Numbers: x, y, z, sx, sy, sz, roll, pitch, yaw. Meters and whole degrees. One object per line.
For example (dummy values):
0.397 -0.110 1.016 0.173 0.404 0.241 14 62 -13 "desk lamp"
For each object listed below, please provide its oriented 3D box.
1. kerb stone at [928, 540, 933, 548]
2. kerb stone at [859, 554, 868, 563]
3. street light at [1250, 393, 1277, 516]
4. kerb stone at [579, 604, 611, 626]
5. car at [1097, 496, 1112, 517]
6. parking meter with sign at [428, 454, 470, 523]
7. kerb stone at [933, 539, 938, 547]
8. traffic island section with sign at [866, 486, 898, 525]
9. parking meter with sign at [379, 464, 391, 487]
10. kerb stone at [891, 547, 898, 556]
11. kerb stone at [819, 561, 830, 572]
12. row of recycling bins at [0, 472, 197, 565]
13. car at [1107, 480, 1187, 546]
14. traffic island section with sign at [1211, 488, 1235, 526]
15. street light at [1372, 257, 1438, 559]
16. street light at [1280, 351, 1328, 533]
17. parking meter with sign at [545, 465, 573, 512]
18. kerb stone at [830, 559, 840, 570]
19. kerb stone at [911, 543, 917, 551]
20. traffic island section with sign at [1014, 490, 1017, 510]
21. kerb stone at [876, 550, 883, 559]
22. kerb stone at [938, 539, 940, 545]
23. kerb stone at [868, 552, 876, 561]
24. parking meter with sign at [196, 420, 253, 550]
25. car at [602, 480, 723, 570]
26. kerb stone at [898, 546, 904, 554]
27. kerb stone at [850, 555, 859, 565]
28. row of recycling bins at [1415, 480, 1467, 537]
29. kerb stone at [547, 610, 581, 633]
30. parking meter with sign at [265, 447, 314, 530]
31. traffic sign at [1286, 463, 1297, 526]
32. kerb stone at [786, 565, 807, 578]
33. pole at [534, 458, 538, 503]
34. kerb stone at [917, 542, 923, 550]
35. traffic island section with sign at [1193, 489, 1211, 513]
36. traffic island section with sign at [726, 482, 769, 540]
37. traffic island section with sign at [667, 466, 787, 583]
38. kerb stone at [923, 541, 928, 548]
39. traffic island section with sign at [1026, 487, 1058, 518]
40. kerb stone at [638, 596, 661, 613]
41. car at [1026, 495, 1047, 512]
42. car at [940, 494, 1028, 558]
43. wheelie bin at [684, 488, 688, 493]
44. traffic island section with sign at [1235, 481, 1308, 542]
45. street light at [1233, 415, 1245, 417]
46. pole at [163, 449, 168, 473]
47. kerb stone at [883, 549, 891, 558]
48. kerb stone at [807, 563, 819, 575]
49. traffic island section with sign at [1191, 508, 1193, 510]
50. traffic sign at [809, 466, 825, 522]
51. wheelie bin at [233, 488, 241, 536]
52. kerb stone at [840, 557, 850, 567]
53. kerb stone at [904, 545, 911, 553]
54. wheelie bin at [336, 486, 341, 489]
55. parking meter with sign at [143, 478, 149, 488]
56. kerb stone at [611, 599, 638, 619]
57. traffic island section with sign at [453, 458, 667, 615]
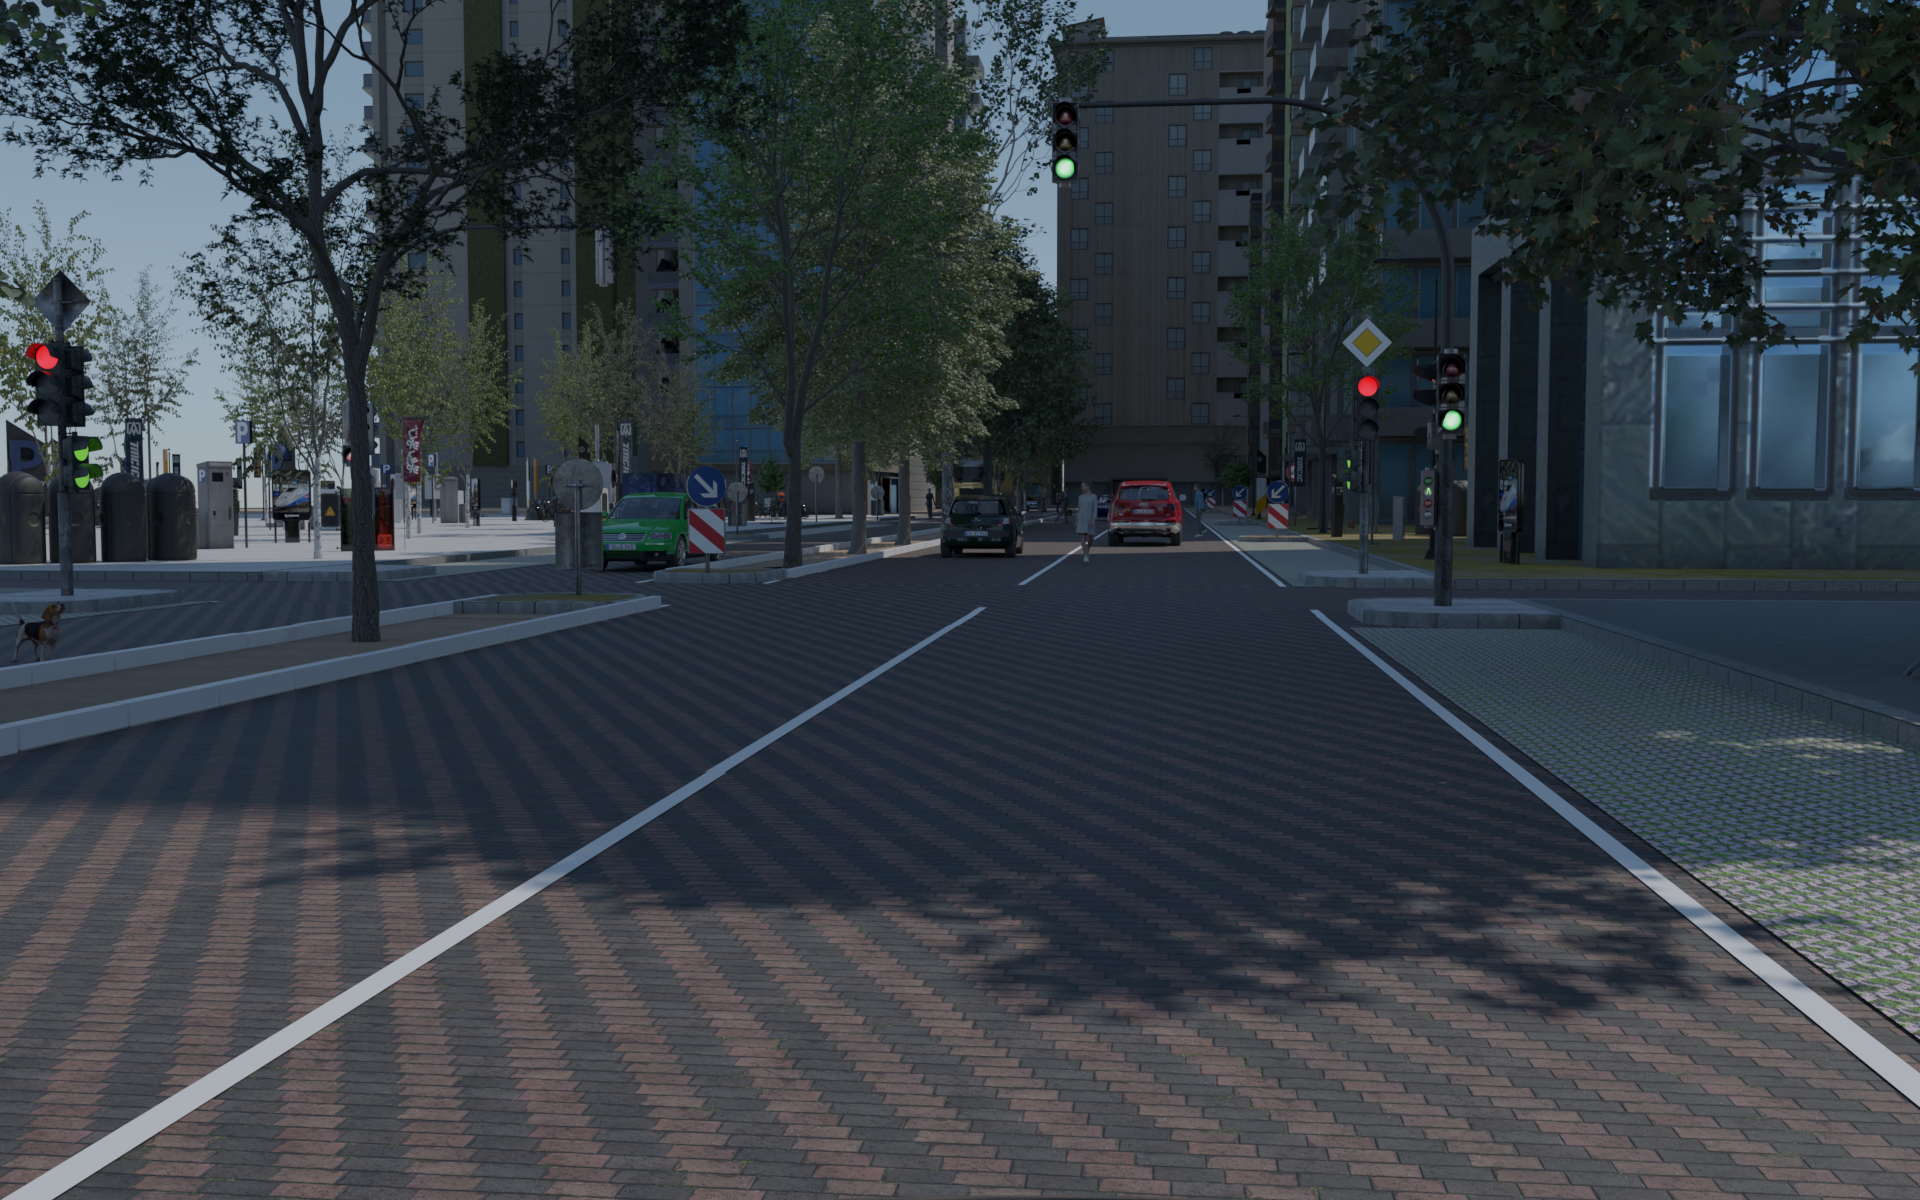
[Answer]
-0.909 -1.474 46.294 0.120 0.150 1.000 0 4 7 "kerb stone"
-2.123 -0.851 36.116 0.120 0.150 1.000 0 4 7 "kerb stone"
14.151 -6.524 79.208 1.470 5.913 1.316 0 4 7 "street light"
-4.131 0.179 19.275 0.120 0.150 1.000 0 4 7 "kerb stone"
7.592 -4.892 92.558 1.945 1.354 3.894 0 4 8 "car"
-22.434 -4.883 76.094 0.543 3.016 1.738 3 5 43 "parking meter with sign"
-0.784 -1.532 47.313 0.120 0.150 1.000 0 4 7 "kerb stone"
-3.895 -4.445 81.308 1.989 1.847 2.006 0 4 7 "traffic island section with sign"
-33.740 -6.433 101.447 0.543 3.016 1.738 -2 4 -29 "parking meter with sign"
-1.638 -1.101 40.197 0.120 0.150 1.000 0 4 7 "kerb stone"
-2.600 -0.600 32.039 0.120 0.150 1.000 0 4 7 "kerb stone"
-16.247 -1.563 32.669 3.534 1.692 1.069 -3 5 -44 "row of recycling bins"
5.325 -2.499 49.525 2.281 1.827 5.304 0 4 8 "car"
12.627 -4.306 79.030 1.989 1.847 2.006 0 4 7 "traffic island section with sign"
8.765 -3.760 34.017 1.470 5.913 1.316 0 4 7 "street light"
11.341 -5.134 56.490 1.470 5.913 1.316 0 4 7 "street light"
-23.734 -6.518 102.828 1.738 3.016 0.543 2 4 26 "parking meter with sign"
-2.493 -0.664 33.059 0.120 0.150 1.000 0 4 7 "kerb stone"
-1.269 -1.288 43.249 0.120 0.150 1.000 0 4 7 "kerb stone"
5.269 -9.149 158.215 1.989 1.847 2.006 0 4 7 "traffic island section with sign"
-1.882 -0.971 38.162 0.120 0.150 1.000 0 4 7 "kerb stone"
-0.664 -1.598 48.329 0.120 0.150 1.000 0 4 7 "kerb stone"
-1.999 -0.905 37.145 0.120 0.150 1.000 0 4 7 "kerb stone"
-17.425 -2.703 40.453 0.543 3.016 1.738 2 4 32 "parking meter with sign"
-5.893 -1.527 33.765 1.959 1.807 4.718 0 4 7 "car"
-1.515 -1.163 41.215 0.120 0.150 1.000 0 4 7 "kerb stone"
-2.241 -0.789 35.101 0.120 0.150 1.000 0 4 7 "kerb stone"
15.110 -2.852 53.735 1.069 1.692 3.534 0 4 -6 "row of recycling bins"
-4.254 0.241 18.261 0.120 0.150 1.000 0 4 7 "kerb stone"
-23.828 -4.016 61.926 1.738 3.016 0.543 -2 4 -33 "parking meter with sign"
13.594 -4.283 70.128 0.768 2.556 0.104 1 4 11 "traffic sign"
-2.848 -0.477 30.001 0.120 0.150 1.000 0 4 7 "kerb stone"
-24.263 -6.436 99.074 0.158 3.312 0.155 0 3 0 "pole"
-1.151 -1.350 44.264 0.120 0.150 1.000 0 4 7 "kerb stone"
18.566 -7.358 128.936 1.989 1.847 2.006 0 4 7 "traffic island section with sign"
-7.095 -2.808 54.543 1.989 1.847 2.006 0 4 7 "traffic island section with sign"
-4.036 -1.261 28.749 2.006 1.907 1.989 0 4 7 "traffic island section with sign"
-1.038 -1.412 45.280 0.120 0.150 1.000 0 4 7 "kerb stone"
4.845 -5.824 103.363 2.006 1.907 1.989 0 4 7 "traffic island section with sign"
-3.881 0.054 21.310 0.120 0.150 1.000 0 4 7 "kerb stone"
6.024 -7.744 139.198 1.945 1.354 3.894 0 4 7 "car"
0.551 -1.875 40.436 2.009 1.686 4.222 0 4 6 "car"
-13.877 -4.796 86.329 0.980 1.594 0.693 2 4 27 "wheelie bin"
9.433 -2.669 52.264 1.989 1.847 2.006 0 4 7 "traffic island section with sign"
16.707 -7.899 101.684 1.470 5.913 1.316 0 4 7 "street light"
-35.928 -5.170 78.379 0.158 3.312 0.155 0 3 0 "pole"
-1.750 -1.039 39.181 0.120 0.150 1.000 0 4 7 "kerb stone"
-2.734 -0.539 31.018 0.120 0.150 1.000 0 4 7 "kerb stone"
21.752 -8.995 155.703 1.989 1.847 2.006 0 4 7 "traffic island section with sign"
-6.534 -4.812 78.774 0.768 2.556 0.104 1 4 14 "traffic sign"
-22.583 -2.779 53.351 0.980 1.594 0.693 3 5 45 "wheelie bin"
-2.366 -0.727 34.086 0.120 0.150 1.000 0 4 7 "kerb stone"
-1.393 -1.224 42.230 0.120 0.150 1.000 0 4 7 "kerb stone"
-24.039 -3.614 66.996 0.693 1.594 0.980 -1 4 -10 "wheelie bin"
-39.252 -5.343 83.612 1.738 3.016 0.543 -2 4 -23 "parking meter with sign"
-4.011 0.118 20.296 0.120 0.150 1.000 0 4 7 "kerb stone"
-4.922 -0.811 21.395 2.006 1.907 1.989 0 4 7 "traffic island section with sign"
